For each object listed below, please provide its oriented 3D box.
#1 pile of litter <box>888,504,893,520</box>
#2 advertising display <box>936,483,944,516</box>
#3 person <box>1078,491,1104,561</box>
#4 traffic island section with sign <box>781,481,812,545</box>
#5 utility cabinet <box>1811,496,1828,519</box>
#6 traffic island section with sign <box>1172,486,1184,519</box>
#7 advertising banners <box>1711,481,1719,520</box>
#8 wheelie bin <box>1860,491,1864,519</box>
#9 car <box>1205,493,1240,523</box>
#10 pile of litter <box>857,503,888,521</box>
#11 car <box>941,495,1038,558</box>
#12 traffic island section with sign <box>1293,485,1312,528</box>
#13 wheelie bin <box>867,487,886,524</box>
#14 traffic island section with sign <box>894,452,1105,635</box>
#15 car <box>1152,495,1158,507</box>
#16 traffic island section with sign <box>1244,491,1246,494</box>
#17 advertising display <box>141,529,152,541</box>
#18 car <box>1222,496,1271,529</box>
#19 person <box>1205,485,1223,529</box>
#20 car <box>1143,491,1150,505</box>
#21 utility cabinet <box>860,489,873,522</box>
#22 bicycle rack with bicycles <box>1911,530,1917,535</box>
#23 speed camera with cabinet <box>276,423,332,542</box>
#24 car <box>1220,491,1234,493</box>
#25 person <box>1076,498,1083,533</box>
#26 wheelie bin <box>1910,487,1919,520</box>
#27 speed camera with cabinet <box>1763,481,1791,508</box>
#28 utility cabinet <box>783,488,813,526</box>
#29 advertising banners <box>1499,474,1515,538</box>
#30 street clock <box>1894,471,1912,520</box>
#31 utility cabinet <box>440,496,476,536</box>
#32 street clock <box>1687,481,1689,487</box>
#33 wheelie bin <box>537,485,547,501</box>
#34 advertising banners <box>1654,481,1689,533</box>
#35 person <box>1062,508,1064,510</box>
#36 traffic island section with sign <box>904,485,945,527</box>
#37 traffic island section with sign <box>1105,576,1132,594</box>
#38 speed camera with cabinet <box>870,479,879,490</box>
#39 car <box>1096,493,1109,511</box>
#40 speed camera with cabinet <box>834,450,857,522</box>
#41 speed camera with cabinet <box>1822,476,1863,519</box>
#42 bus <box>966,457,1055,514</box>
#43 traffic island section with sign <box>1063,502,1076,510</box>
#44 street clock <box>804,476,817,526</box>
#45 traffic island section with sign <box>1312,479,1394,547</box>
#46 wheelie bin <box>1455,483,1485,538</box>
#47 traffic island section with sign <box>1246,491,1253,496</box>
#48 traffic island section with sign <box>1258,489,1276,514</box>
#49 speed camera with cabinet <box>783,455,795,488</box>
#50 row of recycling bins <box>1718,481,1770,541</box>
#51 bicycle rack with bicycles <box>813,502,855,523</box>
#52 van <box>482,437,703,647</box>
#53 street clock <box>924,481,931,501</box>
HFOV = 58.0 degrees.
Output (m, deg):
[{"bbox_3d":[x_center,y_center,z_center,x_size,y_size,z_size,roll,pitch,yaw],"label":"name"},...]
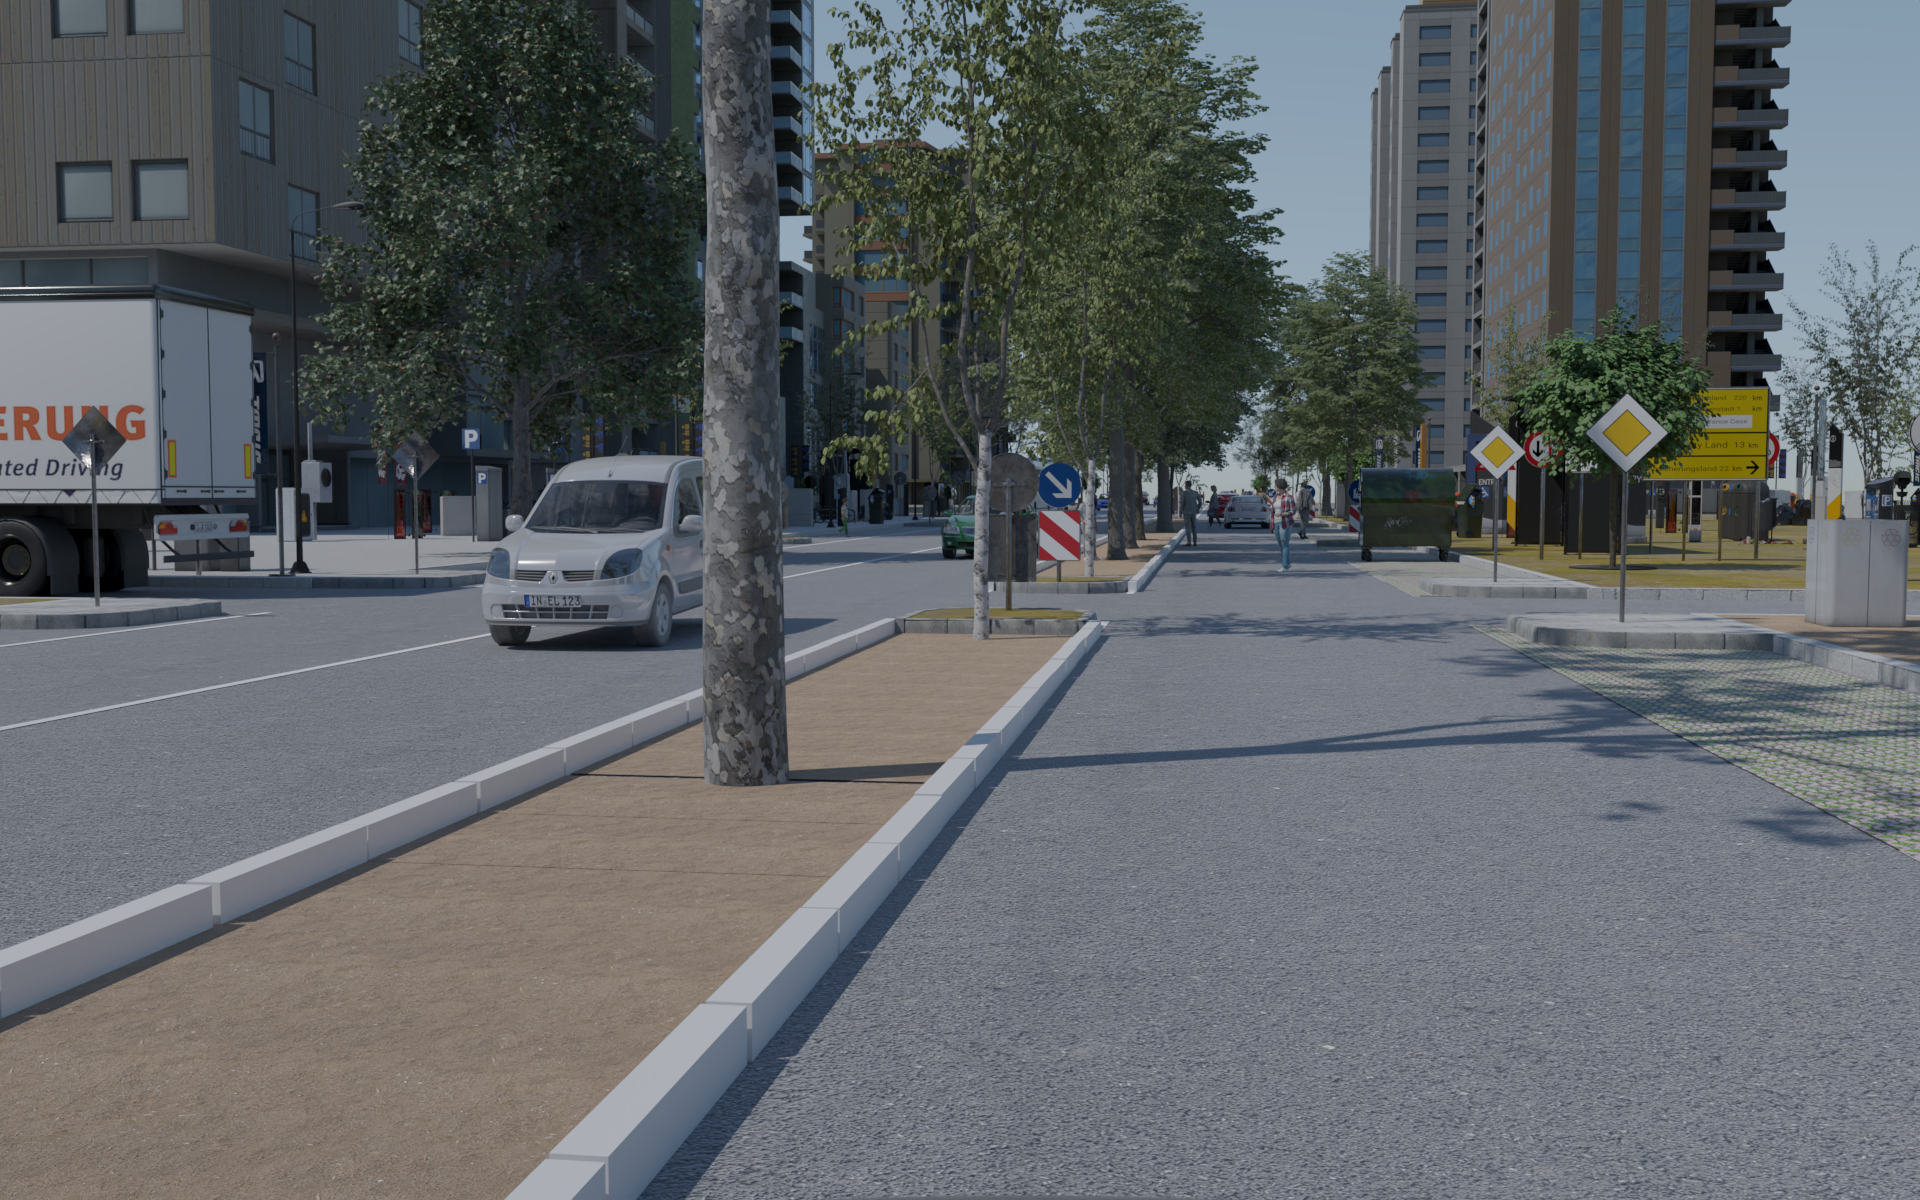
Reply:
[{"bbox_3d":[-3.935,-4.379,85.567,1.176,0.858,1.719,2,4,32],"label":"pile of litter"},{"bbox_3d":[-1.106,-5.670,97.911,0.123,1.923,0.974,1,4,20],"label":"advertising display"},{"bbox_3d":[2.772,-1.582,36.955,0.523,1.515,0.503,2,4,28],"label":"person"},{"bbox_3d":[-5.365,-2.537,50.113,1.989,1.847,2.006,1,4,8],"label":"traffic island section with sign"},{"bbox_3d":[34.114,-3.512,68.575,0.306,1.237,1.020,0,4,-2],"label":"utility cabinet"},{"bbox_3d":[12.574,-5.627,100.141,2.006,1.907,1.989,1,4,8],"label":"traffic island section with sign"},{"bbox_3d":[38.049,-5.536,86.703,2.074,3.025,0.090,-3,5,-40],"label":"advertising banners"},{"bbox_3d":[42.084,-4.414,80.082,0.980,1.594,0.693,-1,4,-21],"label":"wheelie bin"},{"bbox_3d":[13.431,-4.786,87.284,2.155,1.783,4.494,0,4,8],"label":"car"},{"bbox_3d":[-4.394,-4.139,81.638,1.719,0.858,1.176,0,4,-2],"label":"pile of litter"},{"bbox_3d":[0.786,-1.726,40.026,2.131,1.459,4.920,1,4,10],"label":"car"},{"bbox_3d":[14.825,-4.034,74.592,1.989,1.847,2.006,1,4,8],"label":"traffic island section with sign"},{"bbox_3d":[-3.547,-4.053,74.181,0.693,1.594,0.980,1,4,11],"label":"wheelie bin"},{"bbox_3d":[0.443,-0.633,18.489,2.006,1.907,1.989,1,4,8],"label":"traffic island section with sign"},{"bbox_3d":[21.769,-10.688,187.329,1.945,1.354,3.894,0,4,7],"label":"car"},{"bbox_3d":[34.224,-12.022,205.189,1.989,1.847,2.006,1,4,8],"label":"traffic island section with sign"},{"bbox_3d":[-22.270,-2.585,47.484,0.974,1.923,0.123,-1,4,-13],"label":"advertising display"},{"bbox_3d":[12.102,-3.717,73.140,2.083,1.381,4.827,0,4,8],"label":"car"},{"bbox_3d":[10.312,-3.764,70.217,0.728,1.800,0.709,1,4,10],"label":"person"},{"bbox_3d":[22.970,-12.931,220.090,2.281,1.827,5.304,1,4,10],"label":"car"},{"bbox_3d":[-4.711,-4.810,87.324,0.318,1.500,1.173,1,4,15],"label":"utility cabinet"},{"bbox_3d":[30.990,-2.435,53.193,2.852,0.926,2.925,0,4,-7],"label":"bicycle rack with bicycles"},{"bbox_3d":[-17.923,-3.242,47.348,0.660,3.252,2.038,0,4,8],"label":"speed camera with cabinet"},{"bbox_3d":[29.033,-10.996,188.449,2.281,1.827,5.304,0,4,7],"label":"car"},{"bbox_3d":[4.445,-3.144,64.169,0.640,1.303,0.475,2,4,28],"label":"person"},{"bbox_3d":[44.930,-4.481,81.167,0.693,1.594,0.980,2,4,34],"label":"wheelie bin"},{"bbox_3d":[35.363,-4.980,75.761,2.038,3.252,0.660,-1,4,-22],"label":"speed camera with cabinet"},{"bbox_3d":[-6.401,-3.653,68.412,1.173,1.500,0.318,1,4,13],"label":"utility cabinet"},{"bbox_3d":[16.087,-3.316,50.402,2.074,3.025,0.090,-3,5,-40],"label":"advertising banners"},{"bbox_3d":[29.335,-3.020,53.947,0.471,2.002,0.358,0,4,-7],"label":"street clock"},{"bbox_3d":[-15.379,-2.563,53.069,1.020,1.237,0.306,-2,4,-35],"label":"utility cabinet"},{"bbox_3d":[28.715,-3.878,67.970,0.471,2.002,0.358,-2,4,-27],"label":"street clock"},{"bbox_3d":[-13.835,-3.081,58.290,0.693,1.594,0.980,-2,4,-35],"label":"wheelie bin"},{"bbox_3d":[23.403,-3.711,56.870,2.074,3.025,0.090,-2,4,-27],"label":"advertising banners"},{"bbox_3d":[5.669,-5.356,96.275,0.606,1.804,0.583,1,4,22],"label":"person"},{"bbox_3d":[-1.364,-4.182,76.998,1.989,1.847,2.006,1,4,8],"label":"traffic island section with sign"},{"bbox_3d":[1.541,-1.081,25.814,2.006,1.907,1.989,1,4,8],"label":"traffic island section with sign"},{"bbox_3d":[-5.753,-6.617,102.528,2.038,3.252,0.660,2,4,35],"label":"speed camera with cabinet"},{"bbox_3d":[12.763,-8.622,150.554,1.945,1.707,3.694,0,4,8],"label":"car"},{"bbox_3d":[-5.229,-5.187,79.147,0.660,3.252,2.038,1,4,12],"label":"speed camera with cabinet"},{"bbox_3d":[45.991,-5.851,90.003,2.038,3.252,0.660,3,4,37],"label":"speed camera with cabinet"},{"bbox_3d":[2.607,-5.331,82.025,2.948,3.499,13.247,1,4,9],"label":"bus"},{"bbox_3d":[9.957,-8.844,153.232,1.989,1.847,2.006,1,4,8],"label":"traffic island section with sign"},{"bbox_3d":[-5.962,-3.954,69.211,0.471,2.002,0.358,2,4,28],"label":"street clock"},{"bbox_3d":[10.821,-2.381,47.565,1.989,1.847,2.006,1,4,8],"label":"traffic island section with sign"},{"bbox_3d":[14.899,-2.609,50.557,0.693,1.594,0.980,-1,4,-10],"label":"wheelie bin"},{"bbox_3d":[26.173,-8.702,150.912,1.989,1.847,2.006,1,4,8],"label":"traffic island section with sign"},{"bbox_3d":[22.166,-7.053,123.948,1.989,1.847,2.006,1,4,8],"label":"traffic island section with sign"},{"bbox_3d":[-8.554,-5.647,86.658,0.660,3.252,2.038,-1,4,-8],"label":"speed camera with cabinet"},{"bbox_3d":[21.934,-2.525,48.396,1.069,1.692,3.534,1,4,16],"label":"row of recycling bins"},{"bbox_3d":[-5.880,-3.870,76.661,2.925,0.926,2.852,-1,4,-14],"label":"bicycle rack with bicycles"},{"bbox_3d":[-3.425,-0.649,17.624,2.013,2.044,4.112,0,4,7],"label":"van"},{"bbox_3d":[-1.820,-5.782,99.104,0.471,2.002,0.358,-1,4,-13],"label":"street clock"}]
